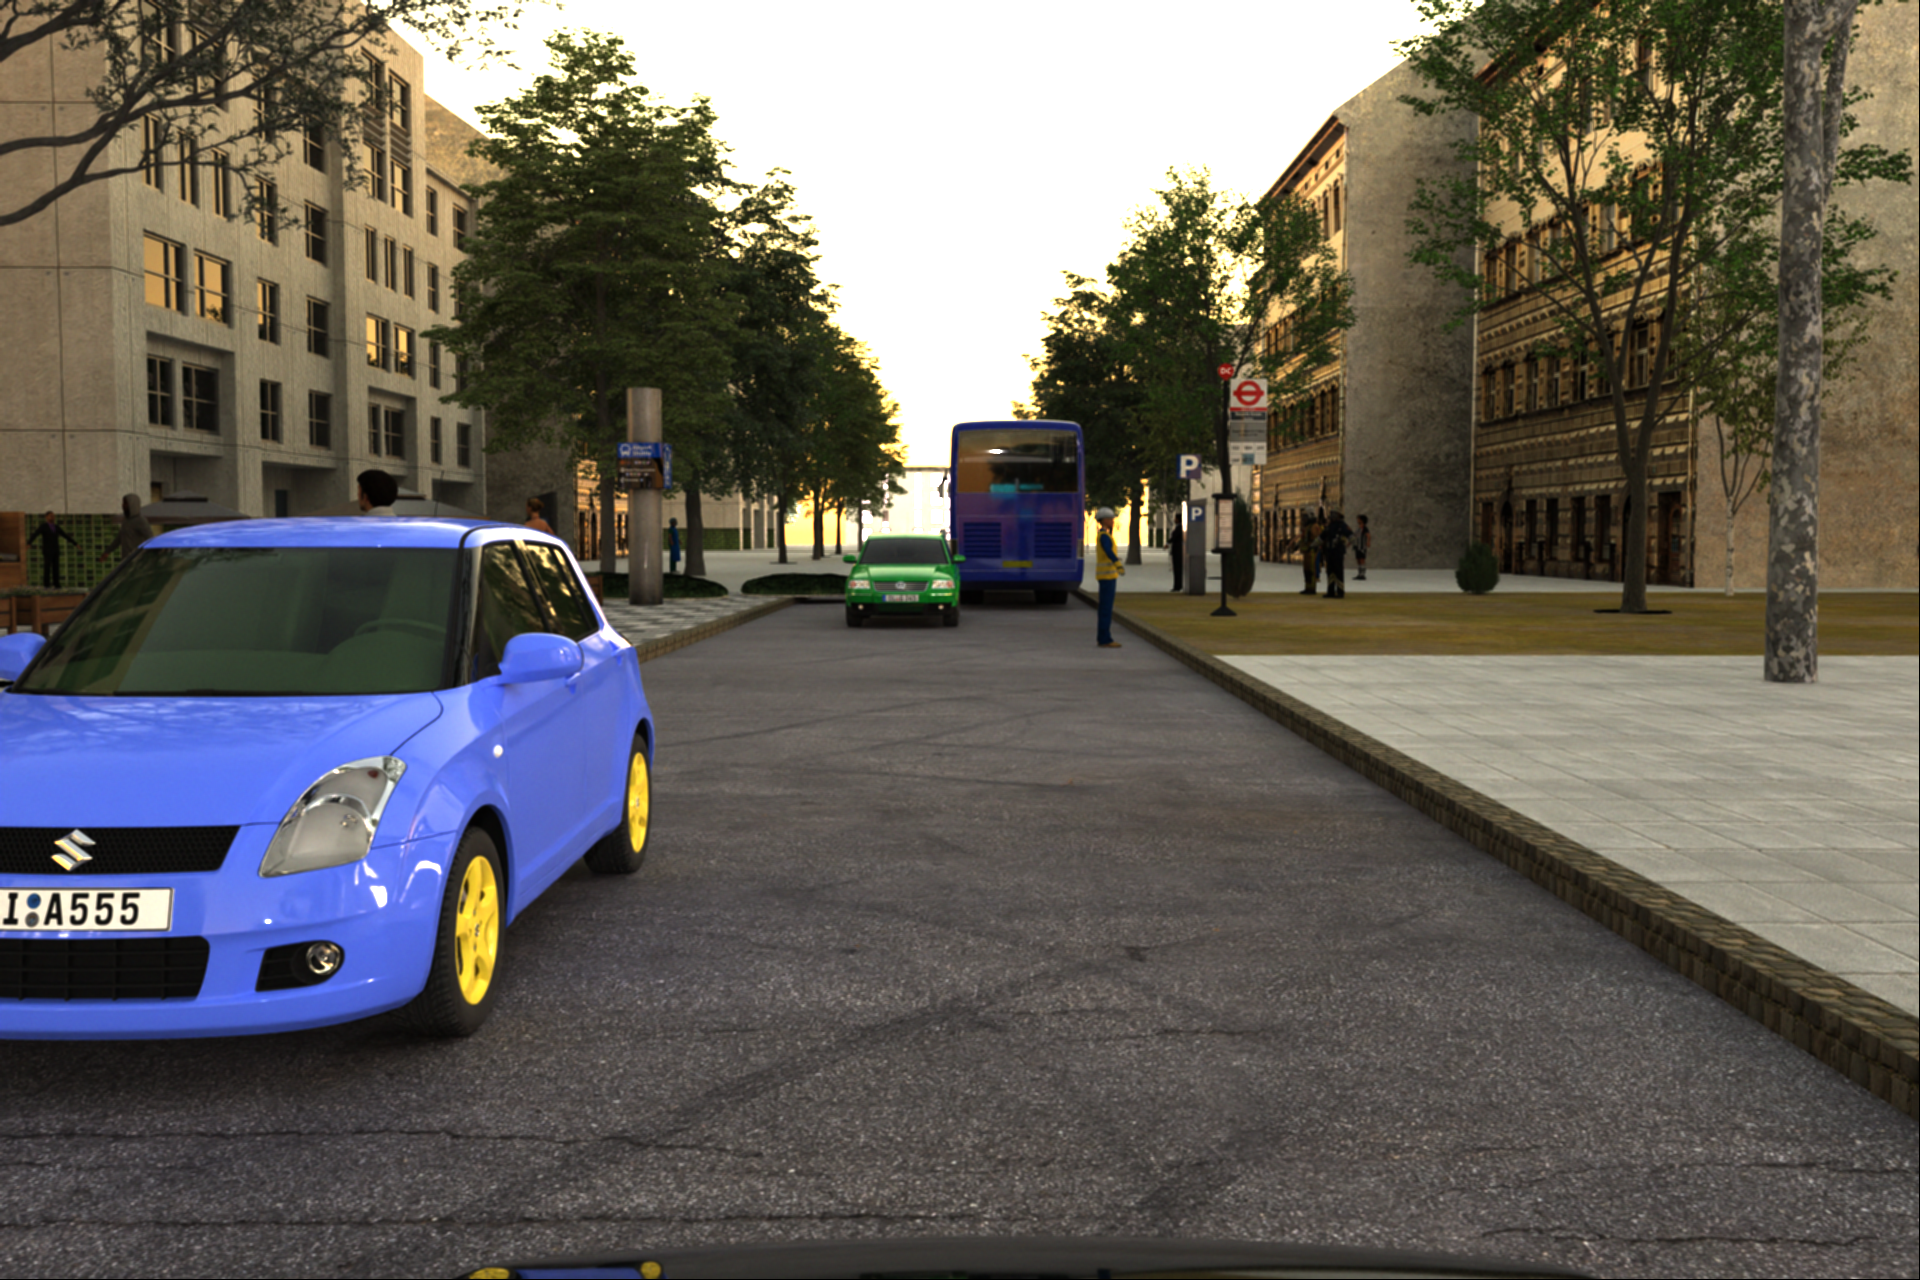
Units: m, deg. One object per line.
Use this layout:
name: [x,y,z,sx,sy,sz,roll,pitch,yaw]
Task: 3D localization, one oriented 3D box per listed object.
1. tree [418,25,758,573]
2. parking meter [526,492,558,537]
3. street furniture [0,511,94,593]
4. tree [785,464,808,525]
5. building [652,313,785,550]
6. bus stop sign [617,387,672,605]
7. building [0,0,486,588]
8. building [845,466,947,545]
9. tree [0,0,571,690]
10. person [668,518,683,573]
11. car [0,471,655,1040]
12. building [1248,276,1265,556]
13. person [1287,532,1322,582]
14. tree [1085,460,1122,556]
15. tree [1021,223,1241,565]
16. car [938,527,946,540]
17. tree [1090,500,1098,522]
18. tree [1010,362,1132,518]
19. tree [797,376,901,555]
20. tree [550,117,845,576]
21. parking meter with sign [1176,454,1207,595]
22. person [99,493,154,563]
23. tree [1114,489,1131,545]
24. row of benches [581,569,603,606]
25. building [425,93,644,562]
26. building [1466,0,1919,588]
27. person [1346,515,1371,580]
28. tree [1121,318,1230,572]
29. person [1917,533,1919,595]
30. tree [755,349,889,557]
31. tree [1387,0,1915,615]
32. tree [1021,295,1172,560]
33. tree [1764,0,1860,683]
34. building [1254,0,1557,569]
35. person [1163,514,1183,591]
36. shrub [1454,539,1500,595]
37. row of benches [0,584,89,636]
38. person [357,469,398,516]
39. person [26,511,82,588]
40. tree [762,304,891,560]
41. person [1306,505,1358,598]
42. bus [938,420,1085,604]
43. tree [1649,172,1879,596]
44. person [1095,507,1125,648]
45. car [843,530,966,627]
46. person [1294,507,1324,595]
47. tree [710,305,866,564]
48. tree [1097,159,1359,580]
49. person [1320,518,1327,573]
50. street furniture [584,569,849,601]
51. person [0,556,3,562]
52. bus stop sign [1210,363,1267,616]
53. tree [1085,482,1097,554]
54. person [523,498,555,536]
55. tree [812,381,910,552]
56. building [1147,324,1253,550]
tree: [-8.412,-7.441,39.789,7.486,12.596,7.792,0,3,0]
parking meter: [-5.771,-1.114,23.926,0.399,1.863,0.255,0,4,0]
street furniture: [-21.306,-1.549,32.181,9.812,1.723,11.010,3,5,44]
tree: [-23.067,-18.628,211.220,9.857,13.997,8.962,0,3,0]
building: [-25.652,-17.523,152.961,16.747,18.905,31.486,0,4,1]
bus stop sign: [-5.720,-2.595,31.449,0.837,3.901,0.837,0,4,1]
building: [-28.187,-11.601,56.138,16.747,18.905,31.486,0,4,0]
building: [0.215,-16.514,214.606,28.070,9.664,9.099,0,4,5]
tree: [-8.565,-6.329,13.851,12.009,13.543,11.850,0,3,0]
person: [-9.339,-3.091,56.660,0.704,1.817,1.347,0,4,4]
car: [-2.196,0.216,6.064,1.945,1.707,3.694,0,4,0]
building: [26.760,-16.163,95.186,19.493,23.208,18.063,0,4,1]
person: [9.458,-2.478,46.378,1.347,1.847,0.705,0,4,4]
tree: [8.295,-9.352,103.265,4.360,8.622,3.978,0,3,0]
tree: [7.324,-10.150,72.606,9.857,13.997,8.962,0,3,0]
car: [-0.462,-5.601,100.247,2.281,1.827,5.304,0,4,0]
tree: [17.983,-16.265,216.302,4.737,8.622,4.395,0,3,0]
tree: [8.088,-13.122,121.193,9.857,13.997,8.962,0,3,0]
tree: [-7.447,-11.158,108.188,9.928,11.665,9.643,0,3,0]
tree: [-8.220,-8.948,52.961,9.857,13.997,8.962,0,3,0]
parking meter with sign: [4.974,-2.487,36.924,0.543,3.016,1.738,0,3,0]
person: [-10.885,-1.017,22.758,1.348,1.813,0.705,3,4,38]
tree: [19.284,-15.991,211.821,4.737,8.622,4.395,0,3,0]
row of benches: [-7.457,-0.854,29.433,1.422,0.672,4.104,2,4,25]
building: [-26.920,-15.762,88.645,19.493,23.208,18.063,0,4,1]
building: [26.654,-13.365,49.447,19.493,23.208,18.063,0,4,0]
person: [11.213,-2.591,48.512,0.704,1.843,1.345,-1,4,-13]
tree: [7.368,-6.664,59.322,4.737,8.622,4.395,0,3,0]
person: [20.199,-1.640,36.083,0.599,1.433,0.991,0,4,4]
tree: [-7.802,-10.398,95.762,9.928,11.665,9.643,0,3,0]
tree: [10.815,-6.231,27.639,9.928,11.665,9.643,0,3,0]
tree: [7.675,-10.810,87.118,12.009,13.543,11.850,0,3,0]
tree: [7.858,-9.618,13.147,12.611,20.169,13.585,0,3,0]
building: [23.159,-14.684,71.012,19.493,23.208,18.063,0,4,1]
person: [4.819,-1.963,38.820,0.721,1.740,1.216,2,4,27]
shrub: [10.959,-1.563,36.677,1.383,1.207,1.383,0,3,0]
row of benches: [-11.494,-0.268,19.839,1.422,0.672,4.104,0,4,6]
person: [-3.431,-0.093,10.162,0.705,1.806,1.347,2,4,24]
person: [-20.808,-2.047,39.687,0.704,1.802,1.346,2,4,28]
tree: [-6.890,-10.274,86.100,7.486,12.596,7.792,0,3,0]
person: [7.504,-1.768,34.691,0.705,1.856,1.354,-2,4,-34]
bus: [0.978,-2.856,38.236,2.896,3.916,12.251,0,4,-1]
tree: [15.992,-5.203,35.428,4.737,8.622,4.395,0,3,0]
person: [1.938,-0.801,22.011,0.721,1.772,1.216,0,4,-3]
car: [-0.887,-1.187,28.207,1.959,1.807,4.718,0,3,0]
person: [7.409,-1.898,36.793,0.705,1.858,1.354,0,4,-7]
tree: [-7.749,-9.134,75.088,9.928,11.665,9.643,0,3,0]
tree: [7.486,-7.538,49.004,9.928,11.665,9.643,0,3,0]
person: [11.975,-3.112,57.017,1.346,1.812,0.704,1,4,15]
street furniture: [-7.340,-1.296,36.810,10.072,0.657,5.734,1,4,21]
person: [-13.373,-1.046,23.078,0.705,1.833,1.349,1,4,15]
bus stop sign: [4.372,-2.352,27.157,0.855,3.939,0.416,0,4,0]
tree: [8.258,-9.869,111.726,4.737,8.622,4.395,0,3,0]
person: [-5.413,-0.915,21.763,0.721,1.733,1.217,2,4,29]
tree: [-7.197,-12.539,123.144,7.486,12.596,7.792,0,3,0]
building: [26.591,-17.592,154.081,16.747,18.905,31.486,0,4,1]
